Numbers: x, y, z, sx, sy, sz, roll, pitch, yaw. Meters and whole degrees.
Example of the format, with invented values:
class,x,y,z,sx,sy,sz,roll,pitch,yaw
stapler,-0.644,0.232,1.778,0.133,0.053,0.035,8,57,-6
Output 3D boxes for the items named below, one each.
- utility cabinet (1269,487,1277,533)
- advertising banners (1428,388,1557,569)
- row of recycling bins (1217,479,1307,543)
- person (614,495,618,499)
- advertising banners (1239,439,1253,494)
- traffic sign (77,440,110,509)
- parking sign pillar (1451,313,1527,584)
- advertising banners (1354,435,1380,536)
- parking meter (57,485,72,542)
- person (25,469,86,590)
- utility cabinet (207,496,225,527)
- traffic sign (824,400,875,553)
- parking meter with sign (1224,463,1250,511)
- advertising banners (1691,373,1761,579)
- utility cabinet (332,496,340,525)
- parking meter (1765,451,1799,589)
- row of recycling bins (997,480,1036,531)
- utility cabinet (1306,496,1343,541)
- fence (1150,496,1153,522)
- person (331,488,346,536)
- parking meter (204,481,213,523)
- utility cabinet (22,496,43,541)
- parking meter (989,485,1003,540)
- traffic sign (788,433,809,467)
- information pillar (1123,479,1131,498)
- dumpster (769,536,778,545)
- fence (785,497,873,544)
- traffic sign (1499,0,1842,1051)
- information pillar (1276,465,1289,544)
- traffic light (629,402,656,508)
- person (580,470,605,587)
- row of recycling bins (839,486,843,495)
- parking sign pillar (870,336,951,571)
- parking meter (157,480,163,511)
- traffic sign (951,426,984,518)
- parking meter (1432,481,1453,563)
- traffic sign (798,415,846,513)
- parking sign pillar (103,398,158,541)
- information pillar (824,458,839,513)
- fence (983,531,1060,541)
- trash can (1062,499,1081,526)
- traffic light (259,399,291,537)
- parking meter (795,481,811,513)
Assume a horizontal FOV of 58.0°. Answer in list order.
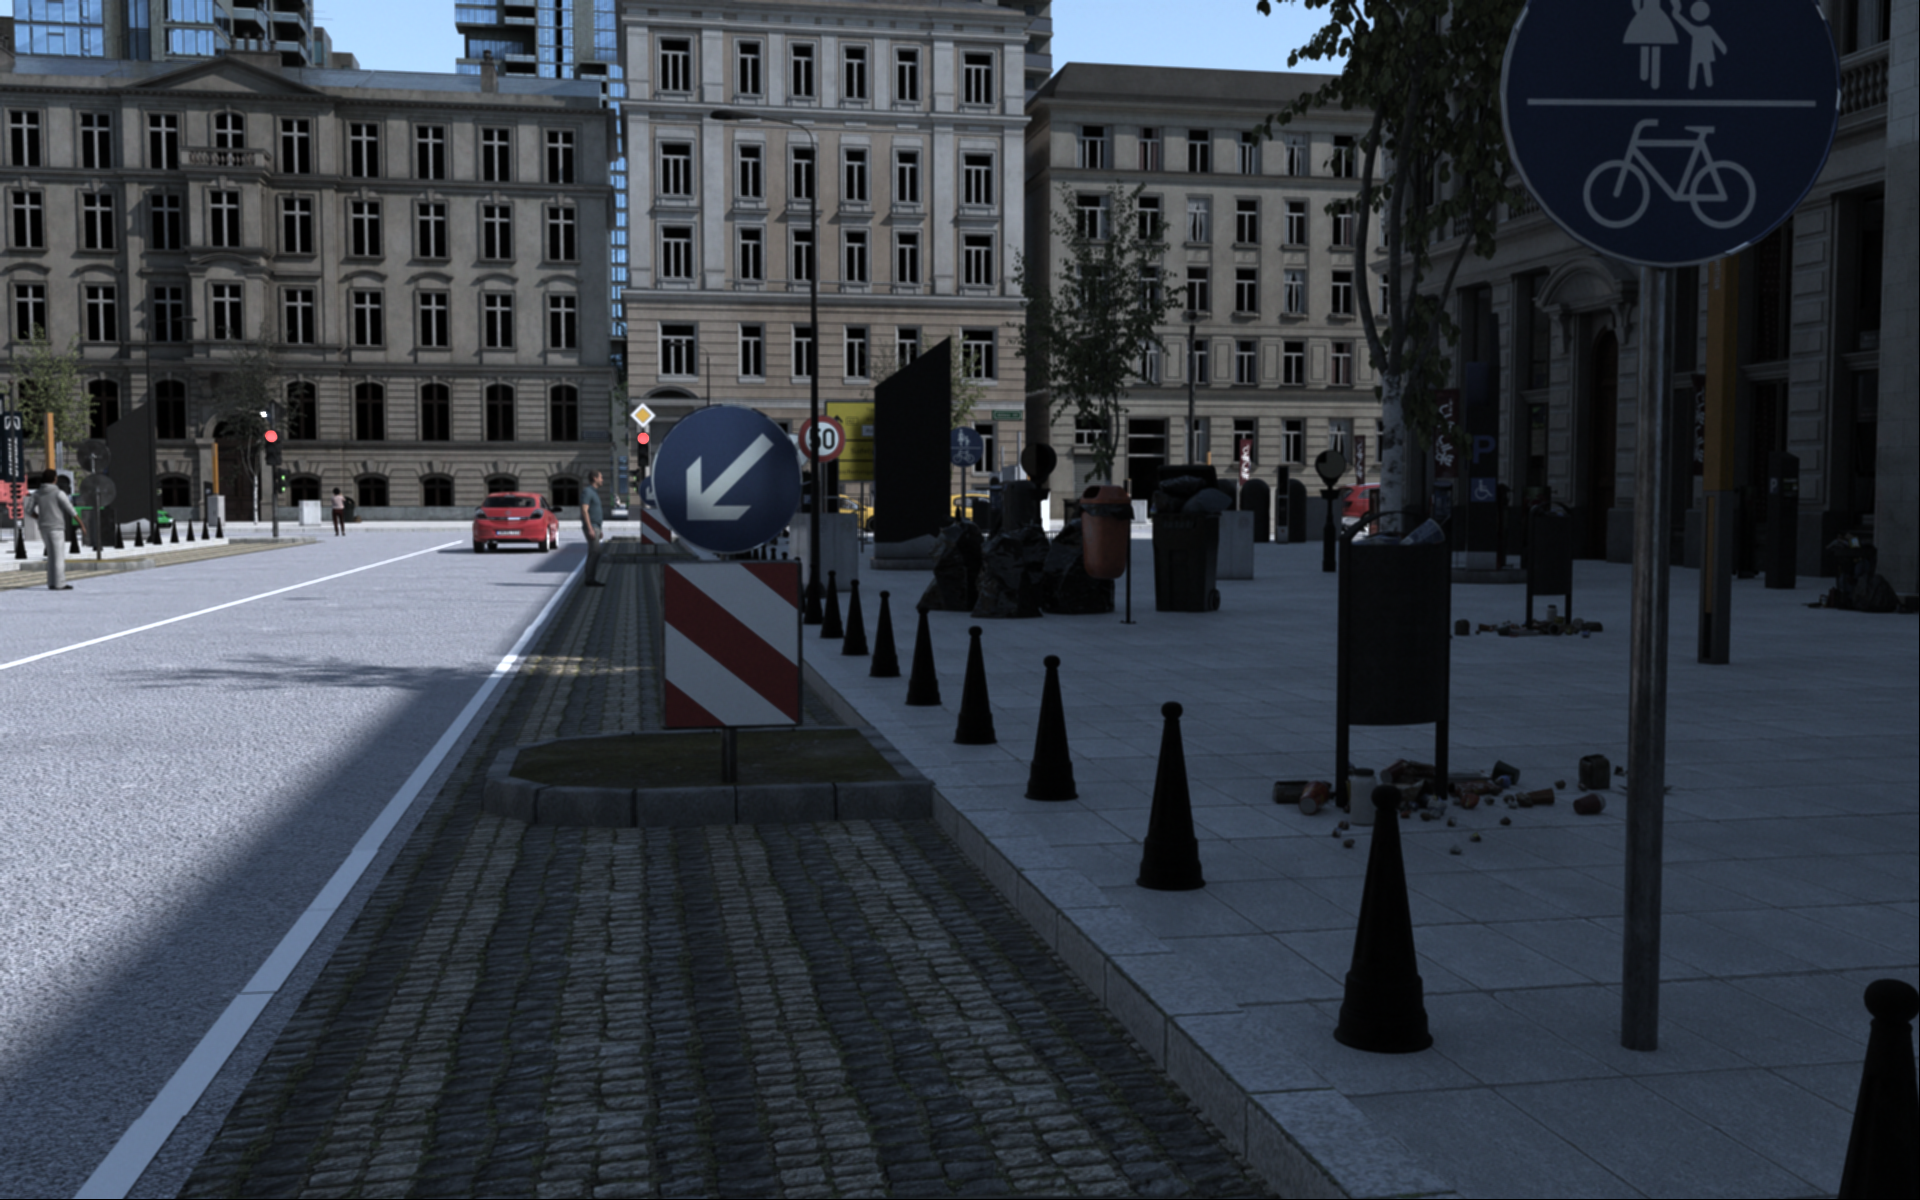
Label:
class,x,y,z,sx,sy,sz,roll,pitch,yaw
utility cabinet,10.461,-2.880,55.773,1.173,1.500,0.318,-1,4,-13
advertising banners,8.720,-1.974,28.456,2.074,3.025,0.090,2,4,26
row of recycling bins,7.484,-2.399,46.328,3.534,1.692,1.069,1,4,14
person,-36.355,-10.529,180.636,1.348,1.826,0.705,1,4,15
advertising banners,8.368,-3.560,54.387,2.074,3.025,0.090,-2,4,-29
traffic sign,-20.405,-2.489,40.796,0.768,2.556,0.104,0,4,-3
parking sign pillar,7.629,-2.251,25.278,1.447,3.967,1.447,1,4,15
advertising banners,12.144,-3.329,50.612,0.090,3.025,2.074,-2,4,-24
parking meter,-24.065,-2.331,46.523,0.372,1.533,0.369,0,3,0
person,-13.503,-1.057,25.922,0.875,1.805,0.789,0,4,4
utility cabinet,-29.012,-3.448,67.539,0.306,1.237,1.020,-3,5,-44
traffic sign,-1.805,-2.677,37.644,2.265,3.308,0.079,0,4,-5
parking meter with sign,13.299,-5.420,84.886,1.738,3.016,0.543,1,4,18
advertising banners,11.386,-1.811,25.796,2.074,3.025,0.090,-3,4,-38
utility cabinet,-26.240,-3.784,73.026,0.306,1.237,1.020,-1,4,-12
parking meter,11.140,-1.086,23.465,0.255,1.863,0.399,0,4,-4
row of recycling bins,1.694,-2.687,51.041,1.069,1.692,3.534,0,4,-8
utility cabinet,9.978,-2.232,47.656,1.020,1.237,0.306,0,4,-1
fence,9.935,-4.216,80.139,2.264,1.192,0.480,0,4,-2
person,-21.430,-3.039,59.648,0.517,1.644,0.566,1,4,17
parking meter,-33.387,-4.363,77.040,0.399,1.863,0.255,-1,4,-11
utility cabinet,-25.705,-2.261,48.135,0.306,1.237,1.020,-1,4,-12
parking meter,0.981,-2.358,46.971,0.372,1.533,0.369,0,3,0
traffic sign,-3.505,-2.209,36.222,0.768,2.556,0.104,-1,4,-9
information pillar,8.316,-5.000,86.237,0.304,2.012,0.304,2,4,28
dumpster,-5.194,-2.329,43.831,1.264,1.857,1.865,-1,4,-11
fence,-3.407,-2.067,45.003,2.264,1.192,0.480,1,4,18
traffic sign,1.579,-0.235,3.948,0.768,2.556,0.104,0,4,-2
information pillar,8.318,-2.455,44.625,0.304,2.012,0.304,1,4,9
traffic light,-9.736,-3.931,53.191,0.839,4.253,0.868,-1,4,-11
person,-5.658,-1.113,26.822,0.434,1.807,0.598,1,4,11
row of recycling bins,-6.471,-4.100,74.144,3.534,1.692,1.069,2,4,33
parking sign pillar,-0.822,-2.518,29.634,1.447,3.967,1.447,0,4,-7
parking meter,-33.517,-4.077,72.374,0.255,1.863,0.399,-3,5,-44
traffic sign,0.065,-1.996,32.745,0.768,2.556,0.104,0,4,-4
parking meter,9.013,-1.465,32.370,0.372,1.533,0.369,0,3,0
traffic sign,-2.230,-1.705,27.986,0.768,2.556,0.104,-1,4,-8
parking sign pillar,-23.202,-3.665,48.401,1.447,3.967,1.447,3,5,44
information pillar,-2.641,-1.871,35.076,0.304,2.012,0.304,-2,4,-28
fence,0.963,-0.758,27.767,2.069,0.683,0.278,-1,4,-13
trash can,3.418,-2.456,51.808,0.748,1.137,0.748,0,3,0
traffic light,-20.261,-3.810,51.207,0.839,4.253,0.868,-1,4,-11
parking meter,-2.873,-1.436,31.883,0.372,1.533,0.369,0,3,0
